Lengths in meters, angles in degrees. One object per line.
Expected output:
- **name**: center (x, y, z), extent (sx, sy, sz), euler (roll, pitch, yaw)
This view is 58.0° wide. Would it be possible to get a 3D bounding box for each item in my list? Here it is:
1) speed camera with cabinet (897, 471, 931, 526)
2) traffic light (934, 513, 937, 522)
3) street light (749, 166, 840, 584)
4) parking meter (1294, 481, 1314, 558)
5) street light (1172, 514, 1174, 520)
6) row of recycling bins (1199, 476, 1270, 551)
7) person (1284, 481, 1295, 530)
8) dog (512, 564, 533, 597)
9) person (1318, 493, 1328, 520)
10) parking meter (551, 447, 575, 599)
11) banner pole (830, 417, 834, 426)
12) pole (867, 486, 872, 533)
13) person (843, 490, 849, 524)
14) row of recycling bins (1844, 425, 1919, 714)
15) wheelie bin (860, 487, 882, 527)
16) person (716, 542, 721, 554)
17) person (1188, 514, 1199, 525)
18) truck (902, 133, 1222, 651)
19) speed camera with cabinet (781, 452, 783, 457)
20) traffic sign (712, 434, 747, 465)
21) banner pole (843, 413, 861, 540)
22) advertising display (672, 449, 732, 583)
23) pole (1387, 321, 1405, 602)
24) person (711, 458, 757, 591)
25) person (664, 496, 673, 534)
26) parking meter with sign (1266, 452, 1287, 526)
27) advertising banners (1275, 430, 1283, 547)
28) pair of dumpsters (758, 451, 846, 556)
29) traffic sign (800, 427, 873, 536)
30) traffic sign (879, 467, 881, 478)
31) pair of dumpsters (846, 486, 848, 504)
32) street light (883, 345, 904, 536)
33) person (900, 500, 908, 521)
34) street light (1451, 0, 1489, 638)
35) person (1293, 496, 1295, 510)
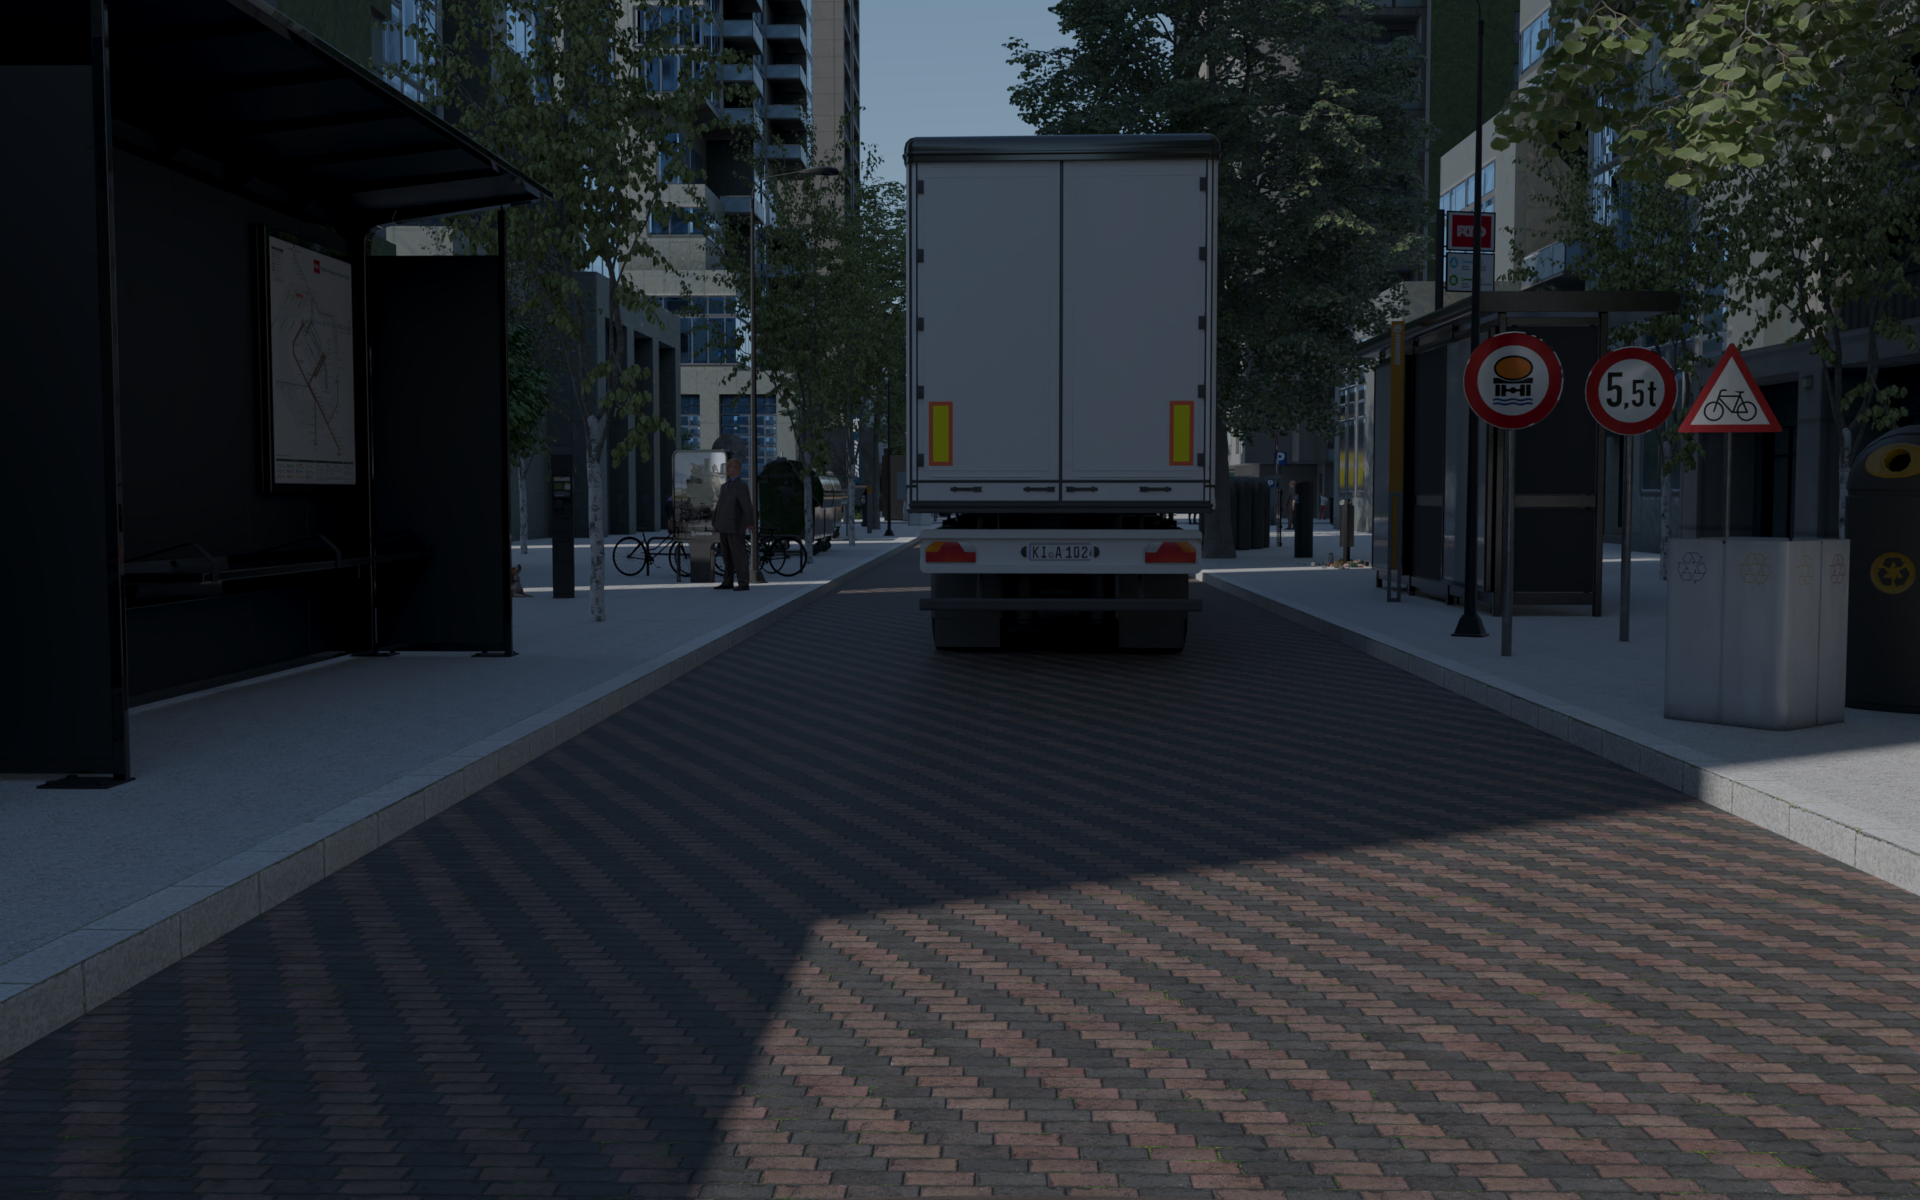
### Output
- **speed camera with cabinet**: center (-1.868, -4.662, 70.563), extent (0.660, 3.252, 2.038), euler (2, 4, 25)
- **traffic light**: center (-1.140, -5.594, 80.382), extent (0.839, 4.253, 0.868), euler (0, 4, 1)
- **street light**: center (-2.407, -3.191, 24.716), extent (1.470, 5.913, 1.316), euler (0, 4, 1)
- **parking meter**: center (6.934, -1.621, 34.920), extent (0.372, 1.533, 0.369), euler (0, 3, 0)
- **street light**: center (4.857, -4.375, 44.070), extent (1.470, 5.913, 1.316), euler (0, 4, 1)
- **row of recycling bins**: center (6.445, -2.028, 40.273), extent (1.069, 1.692, 3.534), euler (2, 4, 26)
- **person**: center (11.864, -3.402, 62.217), extent (0.434, 1.755, 0.990), euler (3, 5, 41)
- **dog**: center (-5.609, -0.247, 21.769), extent (0.550, 0.427, 0.748), euler (0, 4, -6)
- **person**: center (18.188, -4.698, 86.760), extent (0.435, 1.345, 0.340), euler (1, 4, 12)
- **parking meter**: center (-4.897, -0.957, 21.361), extent (0.255, 1.863, 0.399), euler (-1, 4, -11)
- **banner pole**: center (-3.962, -4.067, 56.514), extent (0.863, 3.779, 0.401), euler (1, 4, 20)
- **pole**: center (-2.948, -3.823, 56.343), extent (0.158, 3.312, 0.155), euler (0, 3, 0)
- **person**: center (-4.943, -4.135, 76.249), extent (0.789, 1.805, 0.875), euler (2, 4, 24)
- **row of recycling bins**: center (6.089, -0.122, 9.115), extent (1.069, 1.692, 3.534), euler (-1, 4, -13)
- **wheelie bin**: center (-3.476, -3.676, 68.009), extent (0.693, 1.594, 0.980), euler (2, 4, 28)
- **person**: center (-5.079, -1.849, 37.189), extent (0.541, 1.710, 0.530), euler (-1, 4, -20)
- **person**: center (9.832, -4.037, 72.489), extent (0.568, 1.767, 0.683), euler (2, 4, 31)
- **truck**: center (1.097, -1.850, 19.155), extent (2.839, 4.237, 11.283), euler (0, 4, 3)
- **speed camera with cabinet**: center (-8.188, -5.297, 80.939), extent (0.660, 3.252, 2.038), euler (0, 4, -1)
- **traffic sign**: center (-4.885, -2.235, 36.652), extent (0.768, 2.556, 0.104), euler (0, 4, 4)
- **banner pole**: center (-2.930, -3.536, 47.838), extent (0.401, 3.779, 0.863), euler (-2, 4, -34)
- **advertising display**: center (-3.732, -1.214, 25.059), extent (0.974, 1.923, 0.123), euler (2, 4, 27)
- **pole**: center (5.165, -1.632, 20.523), extent (0.158, 3.312, 0.155), euler (0, 3, 0)
- **person**: center (-3.046, -1.010, 23.103), extent (0.434, 1.755, 0.990), euler (-3, 4, -38)
- **person**: center (-9.254, -2.856, 55.964), extent (0.421, 1.427, 0.697), euler (3, 5, 42)
- **parking meter with sign**: center (12.800, -4.566, 70.915), extent (0.543, 3.016, 1.738), euler (2, 4, 31)
- **advertising banners**: center (7.856, -2.845, 42.705), extent (0.090, 3.025, 2.074), euler (0, 4, 7)
- **pair of dumpsters**: center (-3.522, -2.153, 37.695), extent (1.574, 2.255, 4.437), euler (0, 4, 1)
- **traffic sign**: center (-3.754, -3.590, 52.566), extent (2.265, 3.308, 0.079), euler (0, 4, 8)
- **traffic sign**: center (-3.645, -4.385, 71.797), extent (0.768, 2.556, 0.104), euler (0, 4, 4)
- **pair of dumpsters**: center (-4.107, -2.839, 48.903), extent (1.574, 2.255, 4.437), euler (0, 4, 2)
- **street light**: center (-1.628, -4.912, 52.853), extent (1.470, 5.913, 1.316), euler (0, 4, 1)
- **person**: center (-2.574, -4.624, 81.801), extent (0.789, 1.805, 0.875), euler (1, 4, 13)
- **street light**: center (4.070, -2.627, 15.497), extent (1.470, 5.913, 1.316), euler (0, 4, 1)
- **person**: center (11.417, -3.060, 58.287), extent (0.569, 1.553, 0.471), euler (3, 5, 39)
